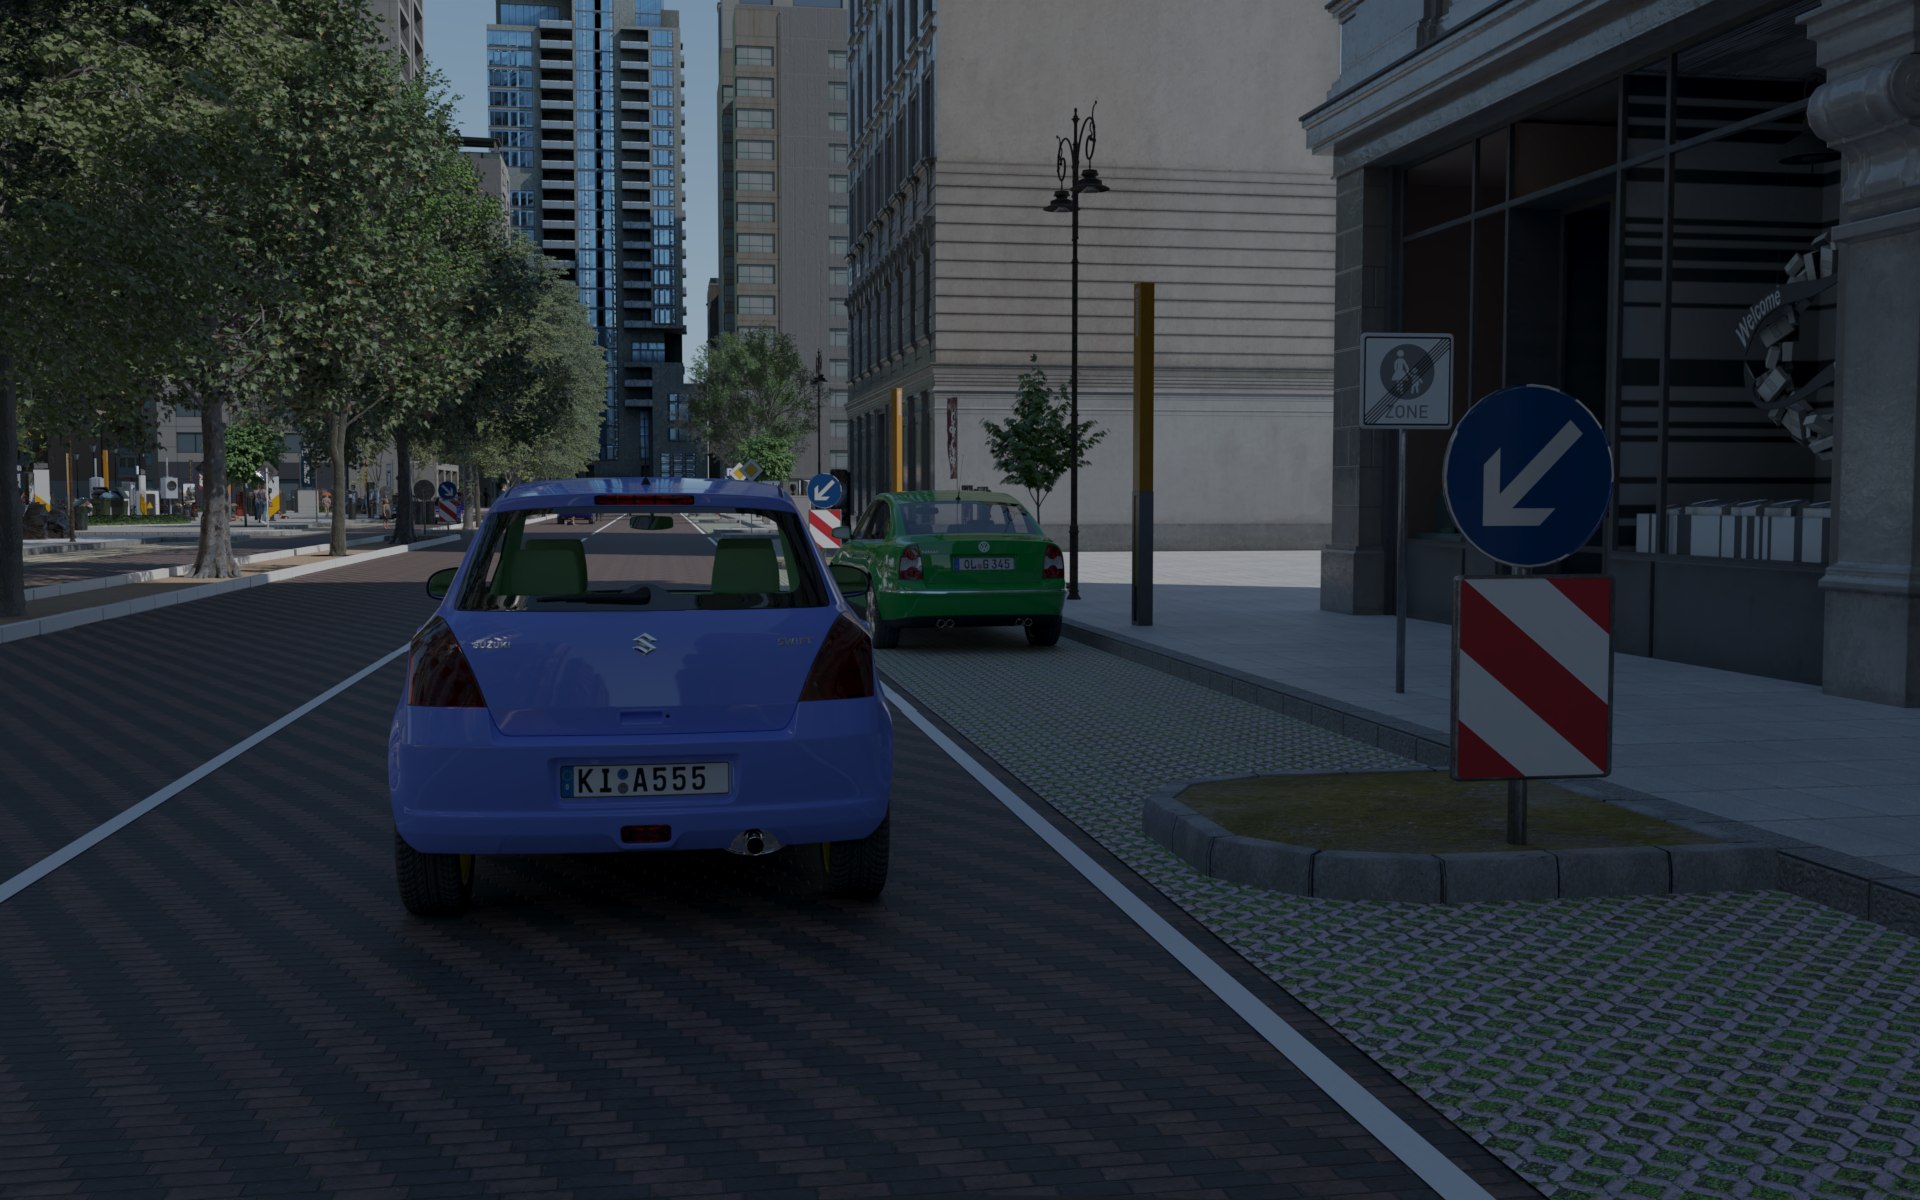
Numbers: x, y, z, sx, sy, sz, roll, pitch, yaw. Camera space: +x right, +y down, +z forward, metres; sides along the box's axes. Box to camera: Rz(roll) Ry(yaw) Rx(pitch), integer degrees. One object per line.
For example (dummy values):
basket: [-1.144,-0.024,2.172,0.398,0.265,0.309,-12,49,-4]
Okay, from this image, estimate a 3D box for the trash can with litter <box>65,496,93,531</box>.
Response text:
trash can with litter: [-30.983,-3.010,60.607,0.624,1.170,1.055,2,4,30]

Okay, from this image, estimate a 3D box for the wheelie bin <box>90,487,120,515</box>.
wheelie bin: [-37.009,-4.082,74.648,0.980,1.594,0.693,0,4,-1]

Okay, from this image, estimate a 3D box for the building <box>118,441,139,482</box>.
building: [-113.444,-32.502,223.283,23.993,40.220,32.217,-1,4,-10]

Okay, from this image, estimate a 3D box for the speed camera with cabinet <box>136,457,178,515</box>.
speed camera with cabinet: [-43.121,-6.034,92.994,0.660,3.252,2.038,3,4,37]

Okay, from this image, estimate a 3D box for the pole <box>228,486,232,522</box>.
pole: [-33.507,-5.225,79.277,0.158,3.312,0.155,0,3,0]

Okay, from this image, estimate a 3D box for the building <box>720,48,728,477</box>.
building: [-15.492,-29.365,163.715,14.154,41.232,14.086,-1,4,-10]

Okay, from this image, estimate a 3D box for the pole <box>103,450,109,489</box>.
pole: [-39.635,-5.294,80.400,0.158,3.312,0.155,0,3,0]

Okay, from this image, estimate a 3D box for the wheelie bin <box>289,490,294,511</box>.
wheelie bin: [-50.006,-7.486,130.302,0.980,1.594,0.693,-2,4,-31]

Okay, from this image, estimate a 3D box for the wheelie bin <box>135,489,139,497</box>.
wheelie bin: [-51.842,-6.197,109.227,0.980,1.594,0.693,2,4,30]

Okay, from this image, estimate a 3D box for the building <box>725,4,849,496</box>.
building: [-12.541,-28.524,149.957,14.154,41.232,14.086,-1,4,-10]

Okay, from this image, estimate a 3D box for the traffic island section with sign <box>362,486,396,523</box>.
traffic island section with sign: [-28.278,-4.690,85.309,1.989,1.847,2.006,-1,4,-10]

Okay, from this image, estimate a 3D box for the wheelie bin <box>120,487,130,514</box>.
wheelie bin: [-37.917,-4.292,78.075,0.693,1.594,0.980,0,4,-3]

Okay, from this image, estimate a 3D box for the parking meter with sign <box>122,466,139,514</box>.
parking meter with sign: [-51.179,-6.752,106.650,1.738,3.016,0.543,1,4,21]

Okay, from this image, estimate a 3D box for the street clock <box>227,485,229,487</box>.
street clock: [-38.772,-5.283,90.948,0.358,2.002,0.471,0,3,0]

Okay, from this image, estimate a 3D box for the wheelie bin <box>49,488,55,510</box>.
wheelie bin: [-51.122,-5.449,97.006,0.980,1.594,0.693,2,4,30]

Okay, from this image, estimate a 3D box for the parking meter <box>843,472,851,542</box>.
parking meter: [-3.123,-2.465,46.011,0.399,1.863,0.255,1,4,21]

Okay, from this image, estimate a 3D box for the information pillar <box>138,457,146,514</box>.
information pillar: [-36.416,-5.247,77.144,0.183,3.616,0.504,0,4,-1]

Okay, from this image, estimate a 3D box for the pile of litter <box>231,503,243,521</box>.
pile of litter: [-34.459,-4.147,81.765,1.719,0.858,1.176,1,4,21]

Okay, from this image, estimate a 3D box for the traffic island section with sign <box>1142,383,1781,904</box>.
traffic island section with sign: [1.820,0.100,6.998,1.989,1.847,2.006,-1,4,-10]

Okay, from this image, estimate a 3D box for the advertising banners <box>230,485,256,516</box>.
advertising banners: [-41.591,-6.351,100.031,2.074,3.025,0.090,1,4,8]

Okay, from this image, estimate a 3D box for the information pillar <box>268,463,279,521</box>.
information pillar: [-32.439,-5.531,81.784,0.504,3.616,0.183,-2,4,-35]

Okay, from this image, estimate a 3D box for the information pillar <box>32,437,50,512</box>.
information pillar: [-31.380,-4.149,59.188,0.504,3.616,0.183,-2,4,-29]

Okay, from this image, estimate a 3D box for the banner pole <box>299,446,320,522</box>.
banner pole: [-29.549,-5.431,78.812,0.863,3.779,0.401,-1,4,-19]

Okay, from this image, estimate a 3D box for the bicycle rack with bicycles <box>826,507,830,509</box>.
bicycle rack with bicycles: [-7.903,-5.237,99.008,2.852,0.926,2.925,2,4,30]

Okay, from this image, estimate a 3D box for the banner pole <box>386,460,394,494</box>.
banner pole: [-41.401,-8.314,125.944,0.863,3.779,0.401,2,4,26]

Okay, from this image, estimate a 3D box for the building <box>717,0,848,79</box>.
building: [-16.964,-40.168,198.744,21.231,58.520,28.212,-1,4,-10]

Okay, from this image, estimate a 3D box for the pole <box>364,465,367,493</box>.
pole: [-37.843,-7.126,110.347,0.158,3.312,0.155,0,3,0]

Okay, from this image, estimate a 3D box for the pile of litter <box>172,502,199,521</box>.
pile of litter: [-37.417,-4.219,82.949,1.719,0.858,1.176,0,4,0]

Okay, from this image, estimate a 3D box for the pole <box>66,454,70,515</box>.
pole: [-44.806,-5.705,87.124,0.158,3.312,0.155,0,3,0]

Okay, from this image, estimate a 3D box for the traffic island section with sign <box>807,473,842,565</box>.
traffic island section with sign: [-2.804,-1.525,33.555,1.989,1.847,2.006,-1,4,-10]

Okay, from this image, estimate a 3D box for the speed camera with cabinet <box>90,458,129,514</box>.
speed camera with cabinet: [-47.090,-6.211,95.882,2.038,3.252,0.660,1,4,11]

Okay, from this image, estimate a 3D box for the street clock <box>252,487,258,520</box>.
street clock: [-34.379,-4.900,84.683,0.358,2.002,0.471,1,4,22]

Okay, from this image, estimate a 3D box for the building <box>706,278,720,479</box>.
building: [-26.303,-28.009,229.653,14.107,30.474,14.160,-1,4,-10]

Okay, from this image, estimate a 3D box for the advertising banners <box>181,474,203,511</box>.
advertising banners: [-45.914,-6.576,103.706,0.090,3.025,2.074,1,4,16]

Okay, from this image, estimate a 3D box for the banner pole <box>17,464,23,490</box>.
banner pole: [-69.023,-8.359,126.693,0.863,3.779,0.401,-1,4,-18]

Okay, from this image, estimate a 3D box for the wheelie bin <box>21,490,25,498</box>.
wheelie bin: [-67.340,-7.181,125.320,0.693,1.594,0.980,2,4,34]

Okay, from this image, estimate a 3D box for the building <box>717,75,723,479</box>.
building: [-17.555,-32.260,177.561,14.600,45.320,14.200,-1,4,-10]

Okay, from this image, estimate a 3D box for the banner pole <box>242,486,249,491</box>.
banner pole: [-53.200,-8.487,128.783,0.401,3.779,0.863,2,4,24]

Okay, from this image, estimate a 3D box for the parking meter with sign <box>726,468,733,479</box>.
parking meter with sign: [-15.571,-7.348,116.401,0.543,3.016,1.738,-1,4,-16]

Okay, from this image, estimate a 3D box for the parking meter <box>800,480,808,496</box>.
parking meter: [-6.412,-4.055,72.018,0.399,1.863,0.255,-2,4,-35]

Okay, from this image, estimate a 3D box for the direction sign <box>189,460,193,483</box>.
direction sign: [-51.105,-7.534,115.182,0.379,3.537,0.876,-1,4,-12]

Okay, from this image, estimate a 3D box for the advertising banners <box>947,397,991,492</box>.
advertising banners: [0.136,-2.108,30.657,0.090,3.025,2.074,-1,4,-21]

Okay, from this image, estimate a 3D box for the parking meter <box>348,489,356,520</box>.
parking meter: [-30.315,-4.766,86.332,0.372,1.533,0.369,0,3,0]

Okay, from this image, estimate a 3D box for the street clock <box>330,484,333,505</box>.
street clock: [-46.080,-7.515,127.434,0.471,2.002,0.358,2,4,27]

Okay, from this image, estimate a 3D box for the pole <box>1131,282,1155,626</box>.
pole: [1.779,-1.405,16.822,0.158,3.312,0.155,0,3,0]

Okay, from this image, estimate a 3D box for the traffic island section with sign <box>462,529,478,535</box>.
traffic island section with sign: [-18.116,-3.266,61.534,2.006,1.907,1.989,-1,4,-10]

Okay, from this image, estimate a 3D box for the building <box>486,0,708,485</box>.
building: [-49.366,-55.964,227.687,31.000,86.520,22.319,-1,4,-10]

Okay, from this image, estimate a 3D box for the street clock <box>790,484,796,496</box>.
street clock: [-11.833,-7.234,122.840,0.358,2.002,0.471,-3,5,-41]

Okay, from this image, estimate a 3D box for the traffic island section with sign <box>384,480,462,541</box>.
traffic island section with sign: [-16.855,-2.819,54.234,2.006,1.907,1.989,-1,4,-10]

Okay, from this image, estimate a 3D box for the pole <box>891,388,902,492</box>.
pole: [-1.223,-2.423,33.464,0.158,3.312,0.155,0,3,0]
